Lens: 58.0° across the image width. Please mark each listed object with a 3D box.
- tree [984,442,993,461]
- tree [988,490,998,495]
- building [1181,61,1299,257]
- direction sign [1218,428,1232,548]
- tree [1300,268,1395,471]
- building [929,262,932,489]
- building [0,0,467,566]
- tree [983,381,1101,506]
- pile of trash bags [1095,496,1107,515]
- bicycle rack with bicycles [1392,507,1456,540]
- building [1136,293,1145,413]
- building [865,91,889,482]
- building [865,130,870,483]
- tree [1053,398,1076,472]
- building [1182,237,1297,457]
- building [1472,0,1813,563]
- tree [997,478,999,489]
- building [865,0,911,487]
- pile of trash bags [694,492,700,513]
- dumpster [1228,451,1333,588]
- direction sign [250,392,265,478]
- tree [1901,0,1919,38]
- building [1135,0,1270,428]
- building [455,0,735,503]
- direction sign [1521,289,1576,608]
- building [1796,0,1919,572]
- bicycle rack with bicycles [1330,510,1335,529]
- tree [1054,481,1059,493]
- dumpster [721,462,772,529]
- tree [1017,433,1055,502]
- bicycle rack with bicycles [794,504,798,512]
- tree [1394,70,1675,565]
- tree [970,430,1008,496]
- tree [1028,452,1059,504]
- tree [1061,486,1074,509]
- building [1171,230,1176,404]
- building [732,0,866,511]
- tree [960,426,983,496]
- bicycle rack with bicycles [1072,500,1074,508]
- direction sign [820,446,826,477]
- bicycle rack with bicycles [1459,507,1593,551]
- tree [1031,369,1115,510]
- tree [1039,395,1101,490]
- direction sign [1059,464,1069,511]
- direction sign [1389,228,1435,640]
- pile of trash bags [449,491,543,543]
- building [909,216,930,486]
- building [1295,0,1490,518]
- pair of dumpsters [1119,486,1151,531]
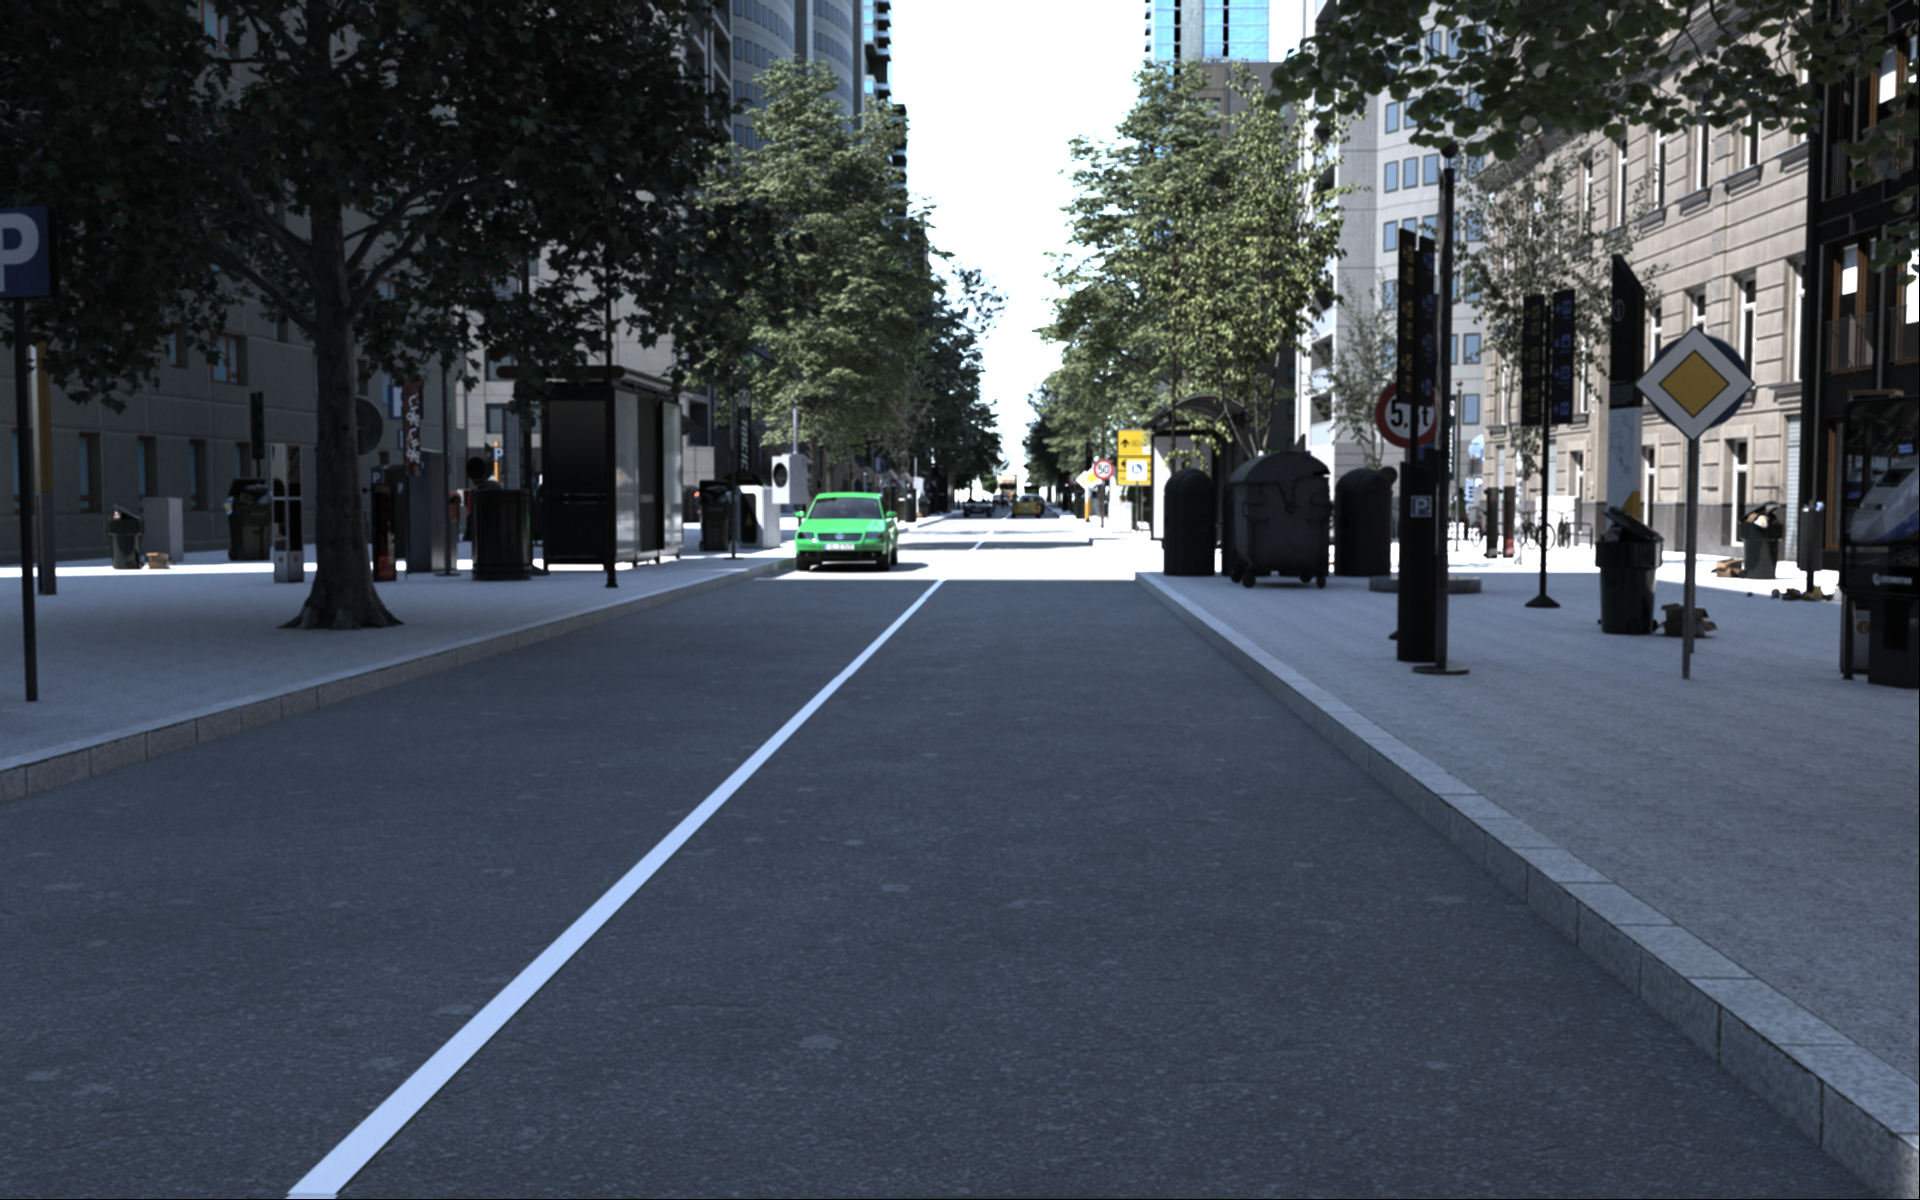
[{"bbox_3d":[2.039,-15.546,204.544,4.360,8.622,3.978,0,3,0],"label":"tree"},{"bbox_3d":[5.265,-17.178,275.459,1.663,3.219,1.824,0,3,0],"label":"tree"},{"bbox_3d":[28.223,-29.598,167.514,14.154,41.232,14.086,0,4,2],"label":"building"},{"bbox_3d":[6.280,-3.014,41.276,0.379,3.537,0.876,-1,4,-14],"label":"direction sign"},{"bbox_3d":[13.130,-6.440,55.651,4.360,8.622,3.978,0,3,0],"label":"tree"},{"bbox_3d":[-12.254,-37.495,296.628,14.154,41.232,14.086,0,4,2],"label":"building"},{"bbox_3d":[-31.127,-12.097,42.829,28.899,21.520,27.650,0,4,2],"label":"building"},{"bbox_3d":[10.314,-16.515,180.397,12.009,13.543,11.850,0,3,0],"label":"tree"},{"bbox_3d":[8.643,-5.969,107.338,3.447,1.369,1.912,3,5,44],"label":"pile of trash bags"},{"bbox_3d":[13.067,-2.128,48.168,2.852,0.926,2.925,1,4,19],"label":"bicycle rack with bicycles"},{"bbox_3d":[42.631,-36.895,295.116,32.217,40.220,23.993,0,4,2],"label":"building"},{"bbox_3d":[-19.836,-35.435,203.071,21.300,48.544,21.600,0,4,2],"label":"building"},{"bbox_3d":[-17.273,-30.663,184.936,14.154,41.232,14.086,0,4,2],"label":"building"},{"bbox_3d":[9.031,-11.060,131.197,4.737,8.622,4.395,0,3,0],"label":"tree"},{"bbox_3d":[31.096,-17.468,130.636,27.650,21.520,28.899,0,4,2],"label":"building"},{"bbox_3d":[21.474,-14.930,41.376,12.463,27.353,25.104,0,4,2],"label":"building"},{"bbox_3d":[4.349,-16.630,255.605,4.285,4.588,4.351,0,3,0],"label":"tree"},{"bbox_3d":[-17.648,-57.847,258.462,22.319,86.520,31.000,0,4,2],"label":"building"},{"bbox_3d":[-12.439,-4.335,80.637,3.447,1.369,1.912,3,4,36],"label":"pile of trash bags"},{"bbox_3d":[4.482,-1.132,24.261,1.264,1.857,1.865,0,4,2],"label":"dumpster"},{"bbox_3d":[-15.669,-2.856,38.690,0.379,3.537,0.876,-3,4,-37],"label":"direction sign"},{"bbox_3d":[10.783,-3.961,15.117,4.360,8.622,3.978,0,3,0],"label":"tree"},{"bbox_3d":[36.056,-58.338,266.501,22.319,86.520,31.000,0,4,2],"label":"building"},{"bbox_3d":[-21.693,-40.361,98.155,20.563,71.187,20.611,0,4,2],"label":"building"},{"bbox_3d":[6.627,-1.688,19.597,0.379,3.537,0.876,-1,4,-19],"label":"direction sign"},{"bbox_3d":[20.269,-11.706,21.069,12.332,23.373,15.834,0,4,2],"label":"building"},{"bbox_3d":[12.889,-3.019,62.739,2.925,0.926,2.852,2,4,25],"label":"bicycle rack with bicycles"},{"bbox_3d":[12.691,-13.784,219.977,1.663,3.219,1.824,0,3,0],"label":"tree"},{"bbox_3d":[-6.412,-3.012,51.736,1.502,2.255,1.985,0,4,2],"label":"dumpster"},{"bbox_3d":[14.857,-23.639,293.151,9.857,13.997,8.962,0,3,0],"label":"tree"},{"bbox_3d":[-11.042,-6.799,124.552,2.925,0.926,2.852,1,4,23],"label":"bicycle rack with bicycles"},{"bbox_3d":[10.297,-4.929,30.949,4.360,8.622,3.978,0,3,0],"label":"tree"},{"bbox_3d":[2.630,-17.875,226.666,7.601,10.594,8.767,-1,4,-15],"label":"tree"},{"bbox_3d":[13.268,-18.383,234.978,8.767,10.594,7.601,-1,4,-17],"label":"tree"},{"bbox_3d":[10.132,-9.625,151.967,1.663,3.219,1.824,0,3,0],"label":"tree"},{"bbox_3d":[29.050,-25.101,182.106,14.160,30.474,14.107,0,4,2],"label":"building"},{"bbox_3d":[-20.709,-38.007,163.420,21.231,58.520,28.212,0,4,2],"label":"building"},{"bbox_3d":[-0.872,-12.540,155.399,4.360,8.622,3.978,0,3,0],"label":"tree"},{"bbox_3d":[10.460,-7.982,143.894,2.925,0.926,2.852,1,4,18],"label":"bicycle rack with bicycles"},{"bbox_3d":[-6.193,-5.458,81.242,0.876,3.537,0.379,-2,4,-35],"label":"direction sign"},{"bbox_3d":[13.369,-1.638,40.167,2.852,0.926,2.925,0,4,1],"label":"bicycle rack with bicycles"},{"bbox_3d":[8.756,-13.136,140.521,9.928,11.665,9.643,0,3,0],"label":"tree"},{"bbox_3d":[7.534,-9.849,111.397,4.360,8.622,3.978,0,3,0],"label":"tree"},{"bbox_3d":[7.751,-8.362,128.722,0.876,3.537,0.379,-2,4,-31],"label":"direction sign"},{"bbox_3d":[3.987,-1.419,15.205,0.379,3.537,0.876,2,4,33],"label":"direction sign"},{"bbox_3d":[-12.777,-2.287,47.146,1.912,1.369,3.447,2,4,30],"label":"pile of trash bags"},{"bbox_3d":[-12.268,-38.653,282.079,14.600,45.320,14.200,0,4,2],"label":"building"},{"bbox_3d":[33.743,-33.692,92.860,28.212,58.520,21.231,0,4,2],"label":"building"},{"bbox_3d":[6.551,-3.607,61.469,1.574,2.255,4.437,0,4,2],"label":"pair of dumpsters"}]
